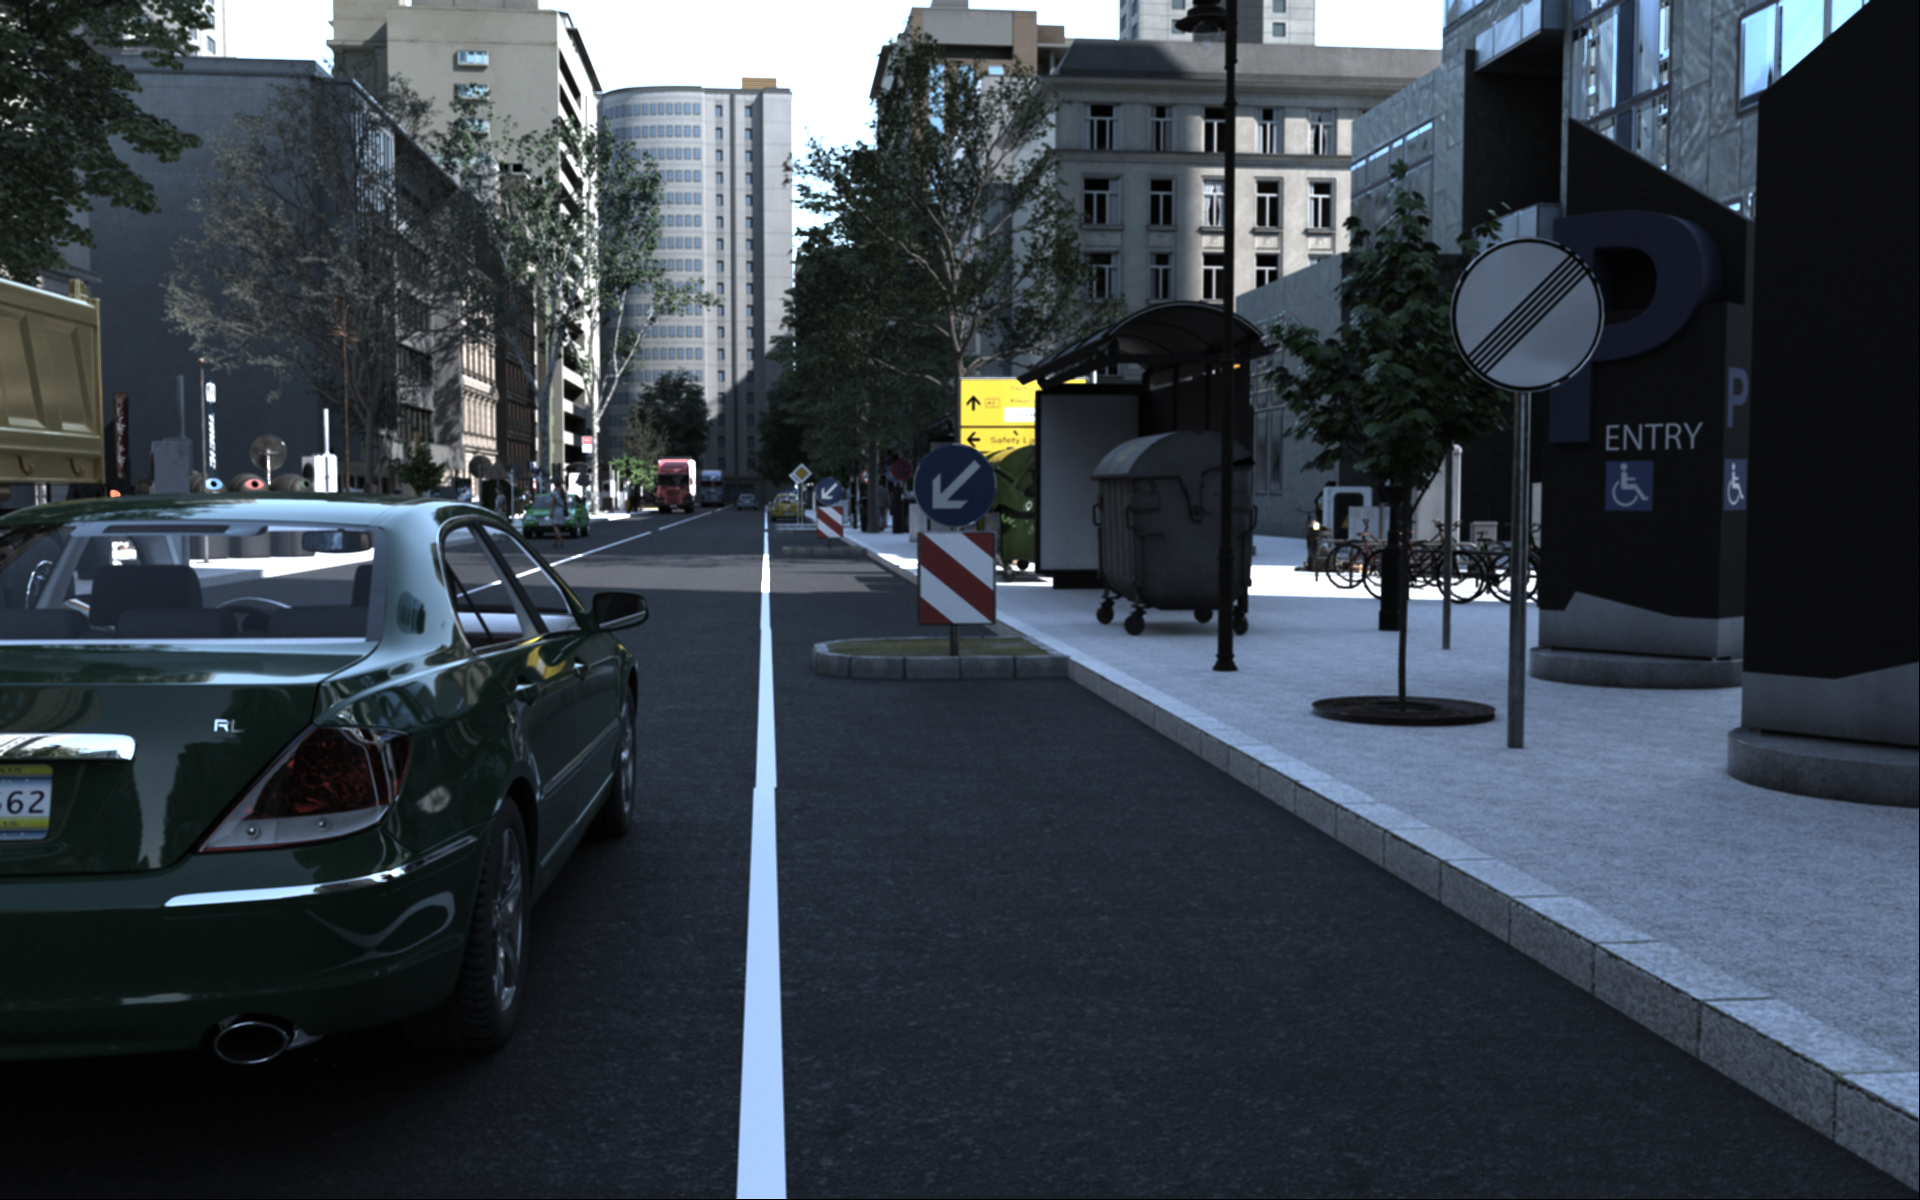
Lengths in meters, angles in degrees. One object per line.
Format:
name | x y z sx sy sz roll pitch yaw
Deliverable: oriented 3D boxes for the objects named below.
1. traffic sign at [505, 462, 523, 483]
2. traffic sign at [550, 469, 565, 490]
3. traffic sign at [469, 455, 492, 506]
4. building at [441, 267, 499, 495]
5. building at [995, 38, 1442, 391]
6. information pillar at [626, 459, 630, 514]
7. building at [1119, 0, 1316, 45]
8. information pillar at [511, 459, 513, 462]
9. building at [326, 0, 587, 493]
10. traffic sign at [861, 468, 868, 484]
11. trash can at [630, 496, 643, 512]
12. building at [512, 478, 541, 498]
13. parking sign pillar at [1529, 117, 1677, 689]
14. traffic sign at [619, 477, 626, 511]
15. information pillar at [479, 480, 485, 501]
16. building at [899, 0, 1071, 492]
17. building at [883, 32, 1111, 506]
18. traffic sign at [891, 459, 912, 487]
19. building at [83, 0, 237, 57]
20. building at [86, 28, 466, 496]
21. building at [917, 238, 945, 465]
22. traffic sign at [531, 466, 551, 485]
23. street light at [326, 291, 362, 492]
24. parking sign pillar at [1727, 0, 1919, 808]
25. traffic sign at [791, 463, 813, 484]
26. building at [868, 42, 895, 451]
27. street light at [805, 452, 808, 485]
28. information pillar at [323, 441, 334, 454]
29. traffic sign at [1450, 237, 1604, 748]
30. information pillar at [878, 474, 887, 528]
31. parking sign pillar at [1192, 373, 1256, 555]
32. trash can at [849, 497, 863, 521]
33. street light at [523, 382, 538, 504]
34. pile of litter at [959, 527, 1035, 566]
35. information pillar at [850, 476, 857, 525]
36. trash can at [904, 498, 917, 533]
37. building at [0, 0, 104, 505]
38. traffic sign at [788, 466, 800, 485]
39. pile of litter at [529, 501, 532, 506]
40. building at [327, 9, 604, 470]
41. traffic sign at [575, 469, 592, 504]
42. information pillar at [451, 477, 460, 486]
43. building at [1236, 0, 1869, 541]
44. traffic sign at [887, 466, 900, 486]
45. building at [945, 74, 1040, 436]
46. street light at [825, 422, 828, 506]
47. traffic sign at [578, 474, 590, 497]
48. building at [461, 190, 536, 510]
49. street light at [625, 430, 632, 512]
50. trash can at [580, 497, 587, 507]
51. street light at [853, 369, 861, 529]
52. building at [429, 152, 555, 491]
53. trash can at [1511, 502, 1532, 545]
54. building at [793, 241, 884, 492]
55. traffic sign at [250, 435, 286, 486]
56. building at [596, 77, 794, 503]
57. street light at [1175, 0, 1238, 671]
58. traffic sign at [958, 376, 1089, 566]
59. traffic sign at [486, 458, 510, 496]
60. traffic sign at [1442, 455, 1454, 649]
traffic sign | -16.247 -3.708 62.821 0.795 2.593 0.064 0 4 -6
traffic sign | -21.096 -5.545 90.658 0.884 2.594 0.081 0 4 -3
traffic sign | -15.702 -3.463 56.731 0.768 2.556 0.104 0 4 3
building | -37.551 -15.446 117.169 10.561 19.102 19.286 0 4 -6
building | 17.799 -15.738 90.592 30.059 22.955 16.112 0 4 -6
information pillar | -21.918 -7.525 114.391 0.183 3.616 0.504 1 4 11
building | 29.275 -47.031 207.202 20.611 71.187 20.563 0 4 -6
information pillar | -29.441 -7.494 113.881 0.183 3.616 0.504 -1 4 -16
building | -48.190 -33.243 167.218 21.300 48.544 21.600 0 4 -6
traffic sign | -4.435 -5.133 84.034 0.768 2.556 0.104 0 4 -4
trash can | -23.752 -7.104 127.809 0.748 1.137 0.748 0 3 0
building | -67.340 -38.309 245.964 30.456 49.044 23.786 0 4 -6
parking sign pillar | 4.730 -1.437 11.969 1.447 3.967 1.447 -3 5 -42
traffic sign | -24.862 -7.844 128.361 0.768 2.556 0.104 0 4 3
information pillar | -25.250 -5.331 91.649 0.304 2.012 0.304 -3 5 -41
building | 1.879 -31.097 158.547 14.600 45.320 14.200 0 4 -6
building | 3.560 -33.847 177.107 21.300 48.544 21.600 0 4 -6
traffic sign | -2.150 -3.881 63.564 0.768 2.556 0.104 0 4 3
building | -93.662 -46.215 193.870 20.611 71.187 20.563 0 4 -6
building | -36.246 -16.708 92.236 14.314 24.678 30.058 0 4 -6
building | 4.951 -19.226 133.406 14.314 24.678 30.058 0 4 -6
traffic sign | -17.135 -4.194 70.757 0.795 2.593 0.064 0 4 -6
street light | -14.040 -4.087 39.609 0.468 5.910 1.993 0 4 -6
parking sign pillar | 4.206 -1.170 7.600 1.447 3.967 1.447 -3 4 -39
traffic sign | -5.815 -3.778 63.964 0.795 2.593 0.064 0 4 -6
building | 4.571 -37.462 201.745 28.713 52.752 27.495 0 4 -6
street light | -12.951 -10.621 146.433 0.468 5.910 1.993 0 4 -6
information pillar | -28.025 -5.234 76.929 0.504 3.616 0.183 -3 5 -42
traffic sign | 2.814 -0.525 8.693 0.768 2.556 0.104 0 4 -1
information pillar | -2.901 -3.696 64.928 0.304 2.012 0.304 -1 4 -12
parking sign pillar | 5.522 -2.935 36.467 1.447 3.967 1.447 1 4 11
trash can | -5.007 -4.393 83.477 0.748 1.137 0.748 0 3 0
street light | -17.670 -6.038 71.509 0.468 5.910 1.993 0 4 -6
pile of litter | 0.357 -1.059 31.283 1.176 0.858 1.719 -2 4 -33
information pillar | -4.396 -4.101 71.545 0.304 2.012 0.304 0 4 -5
trash can | -1.713 -2.824 57.820 0.748 1.137 0.748 0 3 0
building | -36.778 -12.393 44.428 24.055 21.916 13.314 0 4 -6
traffic sign | -6.704 -4.264 71.900 0.795 2.593 0.064 0 4 -6
pile of litter | -28.351 -6.227 115.768 1.176 0.858 1.719 -1 4 -9
building | -55.056 -37.026 194.609 27.495 52.752 28.713 0 4 -6
traffic sign | -19.379 -5.448 89.079 0.884 2.594 0.081 0 4 -1
information pillar | -21.426 -4.231 73.662 0.304 2.012 0.304 -2 4 -35
building | 21.812 -44.496 40.182 22.319 86.520 31.000 0 4 -6
traffic sign | -2.802 -4.586 75.094 0.768 2.556 0.104 0 4 -4
building | 6.037 -17.761 108.420 12.078 24.808 19.932 0 4 -6
street light | -7.220 -7.429 94.246 0.468 5.910 1.993 0 4 -6
traffic sign | -19.591 -5.389 90.233 0.606 2.300 0.079 0 4 -1
building | -40.345 -18.637 134.389 12.332 23.373 15.834 0 4 -6
street light | -23.505 -9.178 122.849 0.468 5.910 1.993 0 4 -6
trash can | -29.900 -7.813 139.391 0.748 1.137 0.748 0 3 0
street light | -3.868 -5.566 63.784 0.468 5.910 1.993 0 4 -6
building | -43.369 -23.161 150.376 14.160 30.474 14.107 0 4 -6
trash can | 10.759 -1.285 32.661 0.748 1.137 0.748 0 3 0
building | -12.591 -34.470 255.458 23.993 40.220 32.217 0 4 -6
traffic sign | -14.846 -2.268 37.192 0.768 2.556 0.104 0 4 -1
building | -37.970 -43.118 246.985 28.212 58.520 21.231 0 4 -6
street light | 1.932 -2.425 12.440 0.468 5.910 1.993 0 4 -6
traffic sign | 1.097 -2.215 30.090 2.265 3.308 0.079 0 4 1
traffic sign | -16.669 -3.824 62.523 0.884 2.594 0.081 0 4 -3
traffic sign | 4.023 -0.872 14.255 0.884 2.594 0.081 0 4 -6
